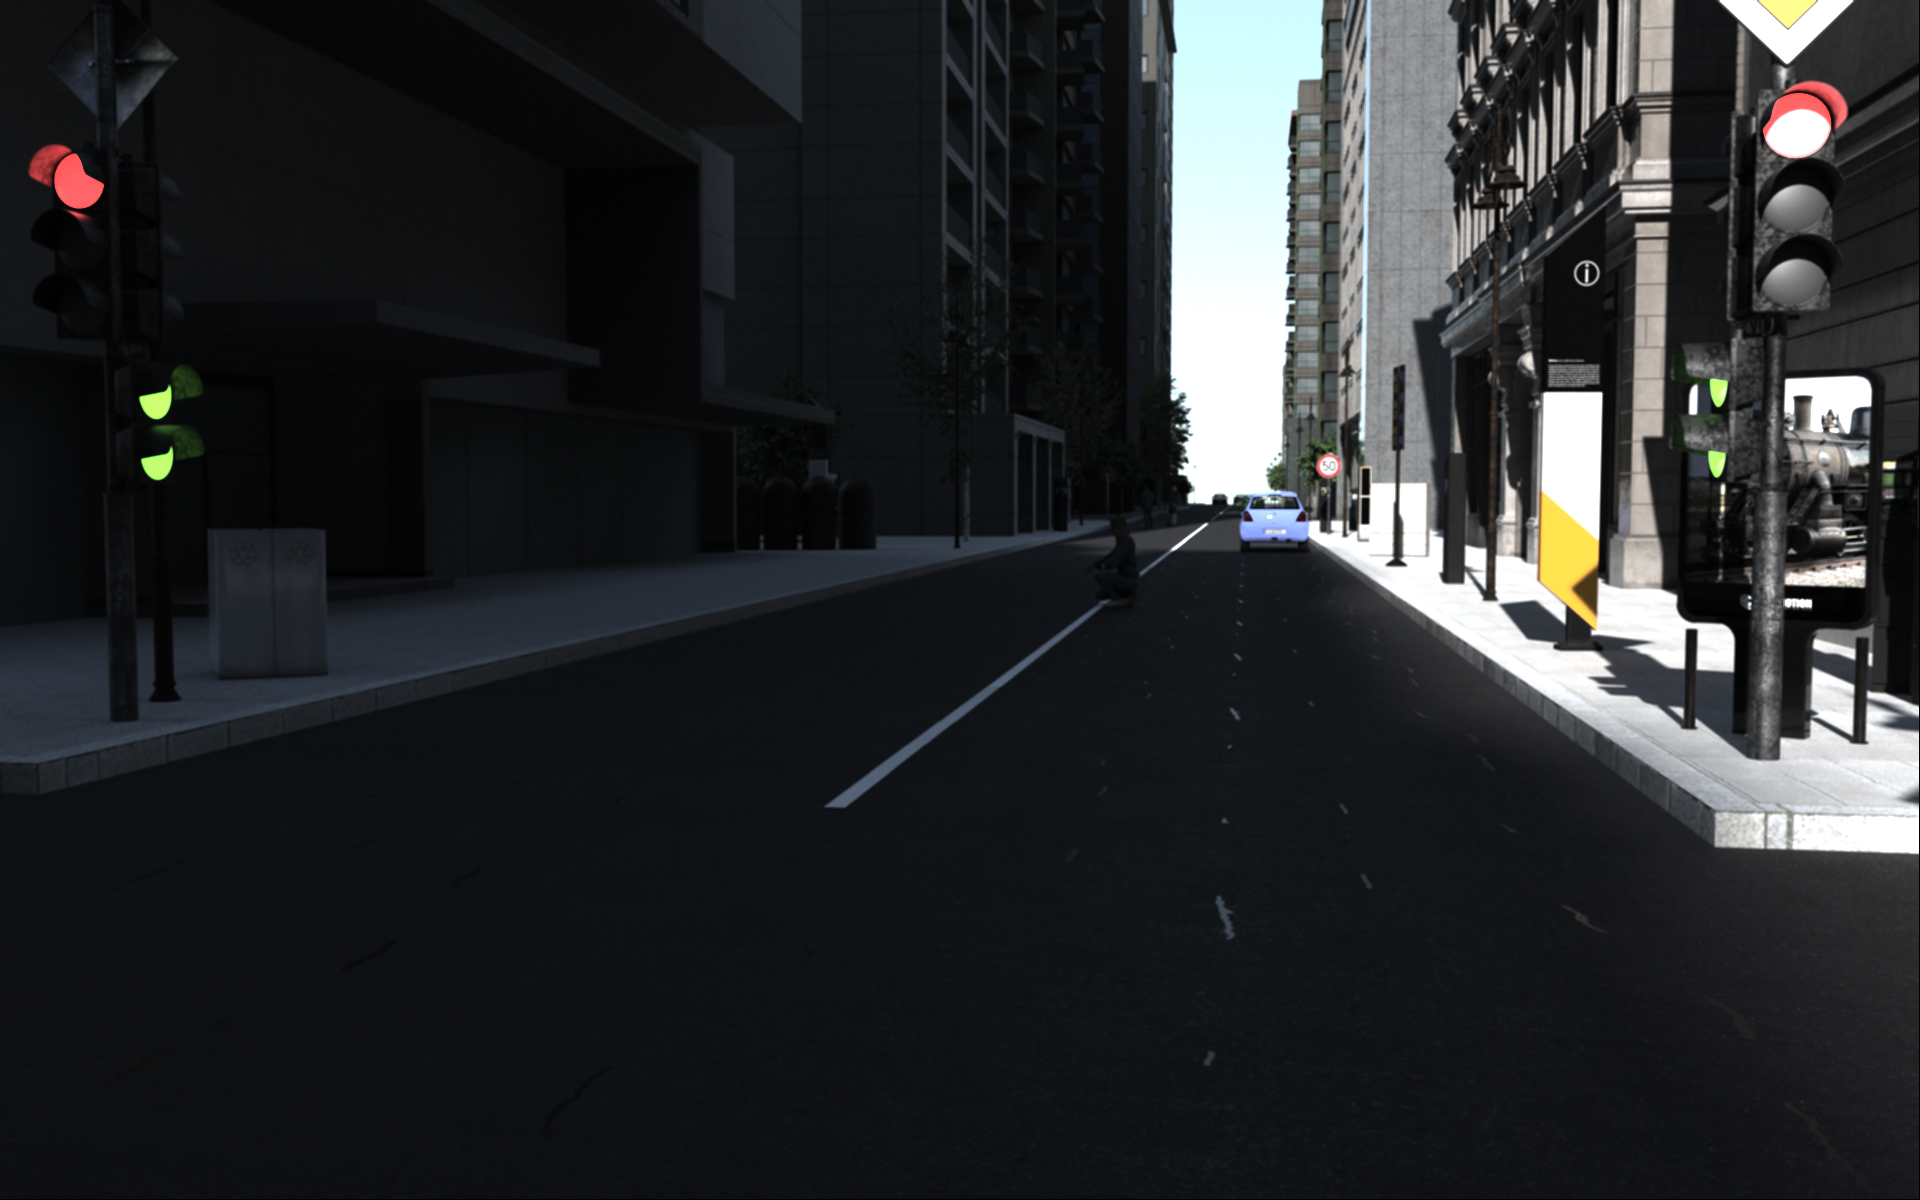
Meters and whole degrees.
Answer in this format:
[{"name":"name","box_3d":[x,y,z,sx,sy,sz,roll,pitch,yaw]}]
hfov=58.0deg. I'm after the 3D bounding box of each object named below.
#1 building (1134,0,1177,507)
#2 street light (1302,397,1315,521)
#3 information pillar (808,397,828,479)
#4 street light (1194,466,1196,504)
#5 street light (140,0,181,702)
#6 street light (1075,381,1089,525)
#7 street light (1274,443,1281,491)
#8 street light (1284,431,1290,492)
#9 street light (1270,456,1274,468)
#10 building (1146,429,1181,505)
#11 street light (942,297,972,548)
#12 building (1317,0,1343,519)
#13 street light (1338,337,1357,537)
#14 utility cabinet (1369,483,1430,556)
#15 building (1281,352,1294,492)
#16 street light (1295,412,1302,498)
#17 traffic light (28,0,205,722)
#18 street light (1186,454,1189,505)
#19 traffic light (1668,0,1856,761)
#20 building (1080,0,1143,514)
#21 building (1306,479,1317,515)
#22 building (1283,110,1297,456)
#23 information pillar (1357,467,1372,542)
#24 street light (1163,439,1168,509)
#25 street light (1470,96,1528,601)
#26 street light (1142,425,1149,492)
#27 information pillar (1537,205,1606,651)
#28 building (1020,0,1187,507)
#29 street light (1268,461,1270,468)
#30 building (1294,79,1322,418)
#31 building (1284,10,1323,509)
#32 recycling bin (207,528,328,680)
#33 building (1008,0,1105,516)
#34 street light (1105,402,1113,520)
[{"name":"building","box_3d":[7.803,-36.294,182.637,28.713,52.752,27.495,1,4,9]},{"name":"street light","box_3d":[16.458,-6.643,81.393,0.468,5.910,1.993,1,4,9]},{"name":"information pillar","box_3d":[-3.422,-3.076,41.640,0.504,3.616,0.183,1,4,23]},{"name":"street light","box_3d":[30.982,-15.643,228.553,0.468,5.910,1.993,1,4,9]},{"name":"street light","box_3d":[-4.939,-2.312,10.581,0.468,5.910,1.993,1,4,9]},{"name":"street light","box_3d":[4.981,-6.002,70.913,0.468,5.910,1.993,1,4,9]},{"name":"street light","box_3d":[29.047,-11.300,157.547,0.468,5.910,1.993,1,4,9]},{"name":"street light","box_3d":[24.051,-9.460,127.463,0.468,5.910,1.993,1,4,9]},{"name":"street light","box_3d":[32.396,-12.556,178.080,0.468,5.910,1.993,1,4,9]},{"name":"building","box_3d":[10.353,-31.606,208.642,32.217,40.220,23.993,1,4,9]},{"name":"street light","box_3d":[-0.069,-4.162,40.838,0.468,5.910,1.993,1,4,9]},{"name":"building","box_3d":[26.561,-19.693,93.680,14.160,30.474,14.107,1,4,9]},{"name":"street light","box_3d":[11.439,-4.803,51.312,0.468,5.910,1.993,1,4,9]},{"name":"utility cabinet","box_3d":[9.077,-1.656,35.756,1.173,1.500,0.318,2,4,30]},{"name":"building","box_3d":[55.736,-23.116,222.991,27.650,21.520,28.899,1,4,9]},{"name":"street light","box_3d":[19.038,-7.614,97.275,0.468,5.910,1.993,1,4,9]},{"name":"traffic light","box_3d":[-4.718,-1.270,9.691,0.839,4.253,0.868,1,4,9]},{"name":"street light","box_3d":[26.014,-13.782,198.122,0.468,5.910,1.993,1,4,9]},{"name":"traffic light","box_3d":[3.880,-1.185,8.292,0.839,4.253,0.868,1,4,9]},{"name":"building","box_3d":[5.228,-28.747,120.123,14.600,45.320,14.200,1,4,9]},{"name":"building","box_3d":[39.000,-25.610,110.608,32.217,40.220,23.993,1,4,9]},{"name":"building","box_3d":[47.713,-32.976,193.786,22.147,44.769,28.867,1,4,9]},{"name":"information pillar","box_3d":[10.906,-2.583,46.727,0.304,2.012,0.304,0,4,1]},{"name":"street light","box_3d":[17.279,-10.581,145.788,0.468,5.910,1.993,1,4,9]},{"name":"street light","box_3d":[6.384,-2.929,20.671,0.468,5.910,1.993,1,4,9]},{"name":"street light","box_3d":[12.372,-8.739,115.672,0.468,5.910,1.993,1,4,9]},{"name":"information pillar","box_3d":[5.002,-1.394,14.140,0.504,3.616,0.183,0,4,1]},{"name":"building","box_3d":[19.861,-48.381,229.287,20.563,71.187,20.611,1,4,9]},{"name":"street light","box_3d":[37.431,-14.408,208.362,0.468,5.910,1.993,1,4,9]},{"name":"building","box_3d":[40.624,-29.954,173.334,14.154,41.232,14.086,1,4,9]},{"name":"building","box_3d":[37.839,-50.430,137.201,22.319,86.520,31.000,1,4,9]},{"name":"recycling bin","box_3d":[-4.944,0.012,12.362,0.722,1.027,0.722,-2,4,-28]},{"name":"building","box_3d":[-3.369,-27.226,99.770,22.147,44.769,28.867,1,4,9]},{"name":"street light","box_3d":[7.352,-6.896,85.543,0.468,5.910,1.993,1,4,9]}]
